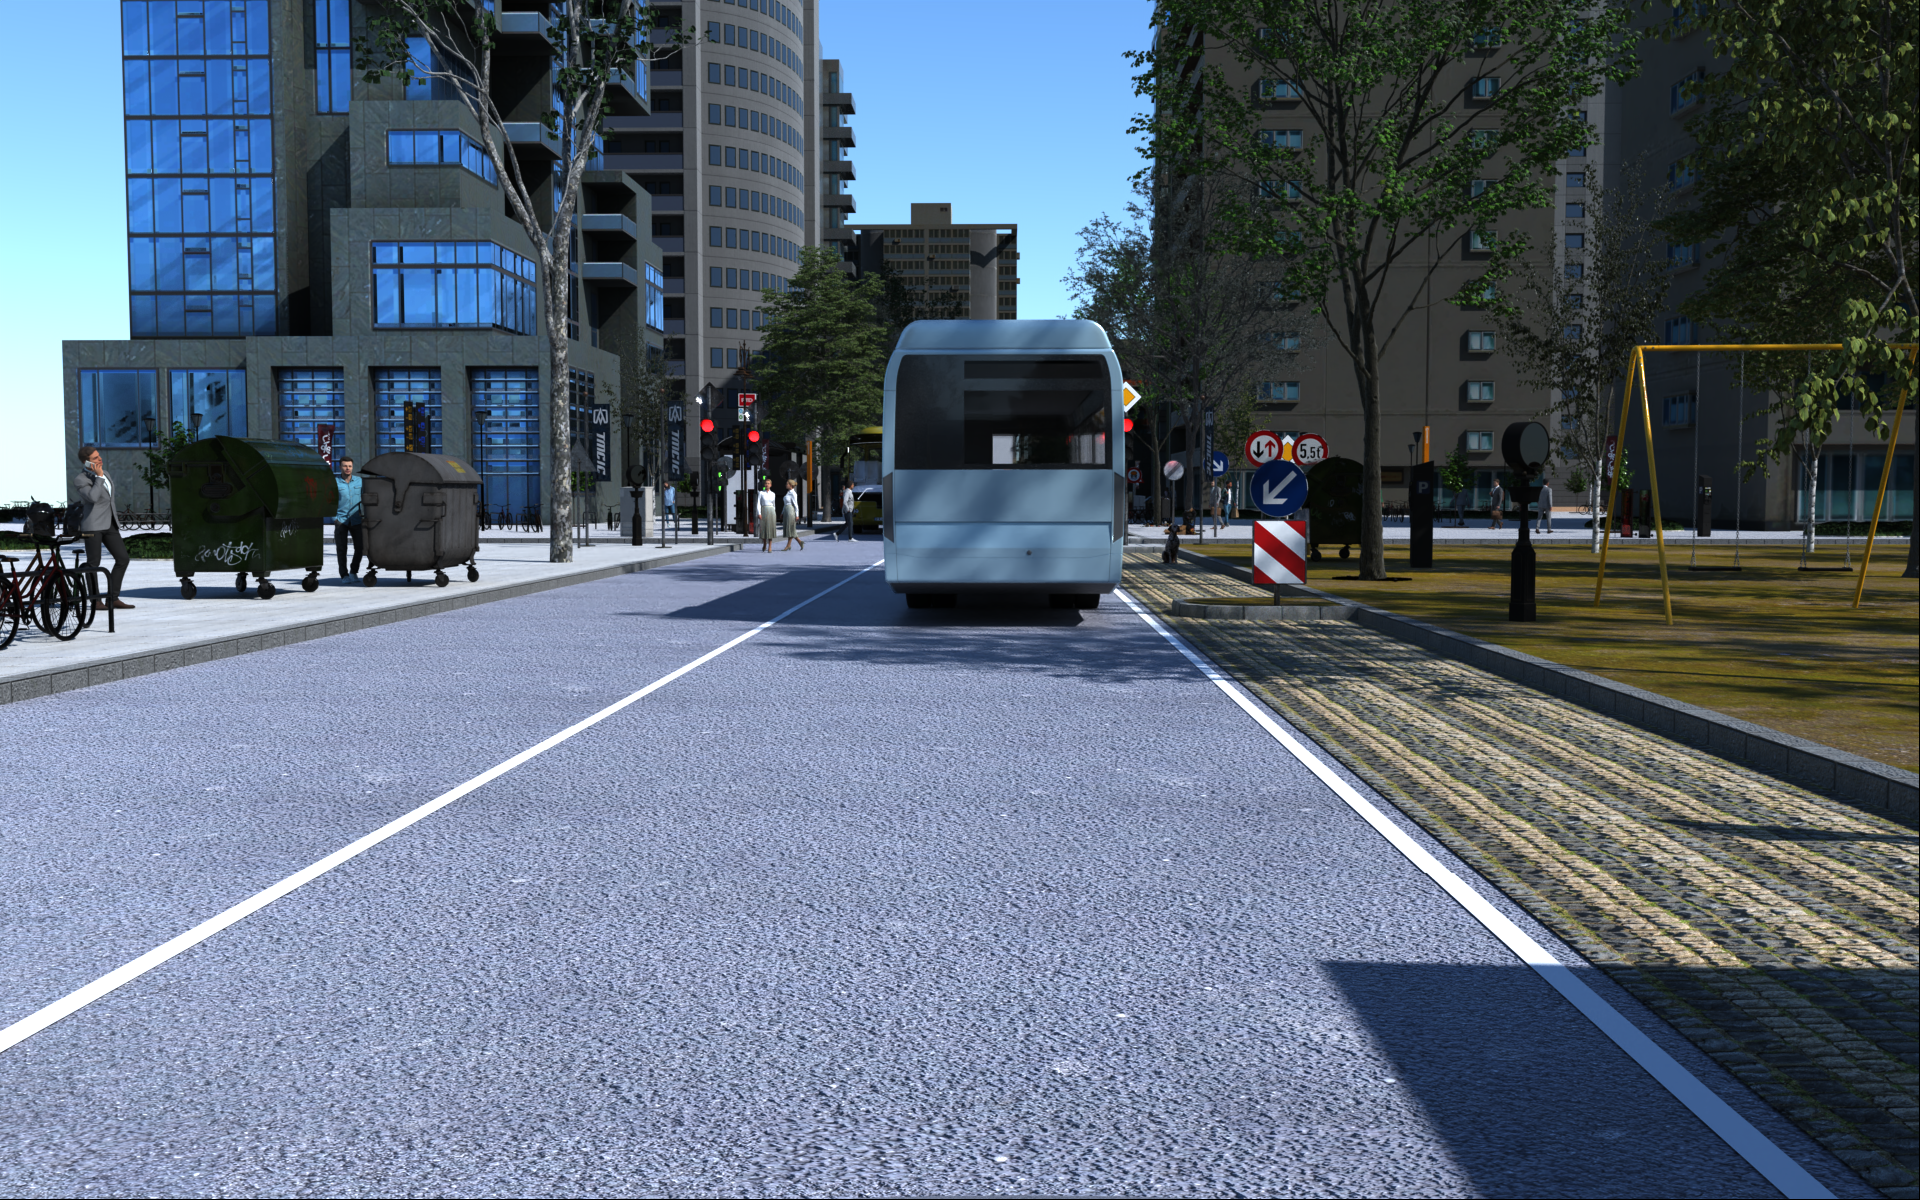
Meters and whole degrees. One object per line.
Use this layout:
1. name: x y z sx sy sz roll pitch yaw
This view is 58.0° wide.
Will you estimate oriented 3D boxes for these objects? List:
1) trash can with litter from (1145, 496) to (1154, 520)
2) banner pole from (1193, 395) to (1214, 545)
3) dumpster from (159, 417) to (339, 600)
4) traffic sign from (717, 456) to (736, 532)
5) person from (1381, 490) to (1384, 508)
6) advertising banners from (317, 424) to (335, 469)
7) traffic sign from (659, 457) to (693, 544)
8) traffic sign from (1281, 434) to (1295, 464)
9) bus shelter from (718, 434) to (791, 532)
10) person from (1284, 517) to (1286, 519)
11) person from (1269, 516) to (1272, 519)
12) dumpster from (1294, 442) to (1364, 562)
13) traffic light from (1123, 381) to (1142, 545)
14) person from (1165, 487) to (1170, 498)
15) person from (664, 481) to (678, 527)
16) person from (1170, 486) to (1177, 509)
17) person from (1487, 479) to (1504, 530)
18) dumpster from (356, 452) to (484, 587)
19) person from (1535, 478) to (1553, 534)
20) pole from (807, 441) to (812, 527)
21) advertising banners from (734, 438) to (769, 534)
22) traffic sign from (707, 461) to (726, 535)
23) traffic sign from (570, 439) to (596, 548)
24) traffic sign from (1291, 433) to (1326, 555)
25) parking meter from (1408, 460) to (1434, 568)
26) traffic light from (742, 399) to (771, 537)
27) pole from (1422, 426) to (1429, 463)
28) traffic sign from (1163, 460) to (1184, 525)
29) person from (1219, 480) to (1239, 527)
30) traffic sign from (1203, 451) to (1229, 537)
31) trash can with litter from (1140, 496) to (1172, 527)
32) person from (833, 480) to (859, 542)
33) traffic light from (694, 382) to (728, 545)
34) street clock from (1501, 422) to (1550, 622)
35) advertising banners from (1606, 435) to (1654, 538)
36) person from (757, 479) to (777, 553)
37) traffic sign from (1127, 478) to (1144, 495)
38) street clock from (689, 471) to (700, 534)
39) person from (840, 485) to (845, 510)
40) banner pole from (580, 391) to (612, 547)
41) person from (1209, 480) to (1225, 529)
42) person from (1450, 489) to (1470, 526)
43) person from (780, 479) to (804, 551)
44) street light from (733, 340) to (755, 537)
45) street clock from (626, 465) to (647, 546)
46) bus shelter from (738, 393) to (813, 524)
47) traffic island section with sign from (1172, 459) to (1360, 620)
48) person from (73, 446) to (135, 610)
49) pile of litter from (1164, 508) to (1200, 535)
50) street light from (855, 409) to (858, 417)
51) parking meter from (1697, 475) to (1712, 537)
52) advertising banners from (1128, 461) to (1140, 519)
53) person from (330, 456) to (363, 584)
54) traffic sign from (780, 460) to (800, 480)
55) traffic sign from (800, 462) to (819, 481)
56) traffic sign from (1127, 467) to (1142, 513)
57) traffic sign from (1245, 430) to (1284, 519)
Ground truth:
1. trash can with litter: 8.922 -4.469 84.455 1.055 1.170 0.624 -1 4 -9
2. banner pole: 6.201 -3.282 43.677 0.401 3.779 0.863 -1 4 -19
3. dumpster: -8.911 -1.179 21.771 1.502 2.255 1.985 0 4 2
4. traffic sign: -7.889 -3.559 58.290 0.768 2.556 0.104 0 4 8
5. person: 16.107 -3.720 67.114 0.600 1.795 0.529 0 4 7
6. advertising banners: -16.297 -2.854 42.849 0.090 3.025 2.074 2 4 33
7. traffic sign: -7.286 -2.716 44.416 0.884 2.594 0.081 1 4 9
8. traffic sign: 7.238 -2.352 38.193 0.795 2.593 0.064 1 4 9
9. bus shelter: -7.336 -4.133 61.490 2.014 3.302 5.546 0 4 2
10. person: 12.858 -3.829 69.401 0.760 1.731 0.466 -1 4 -16
11. person: 13.804 -4.261 76.385 0.598 1.740 0.731 1 4 13
12. dumpster: 7.156 -1.892 33.427 1.502 2.255 1.985 0 4 2
13. traffic light: 4.103 -3.317 43.152 0.839 4.253 0.868 0 4 2
14. person: 13.846 -6.706 116.278 0.643 1.750 0.593 -1 4 -10
15. person: -11.210 -3.709 66.955 0.793 1.790 0.793 -2 4 -33
16. person: 12.420 -5.773 100.613 0.728 1.800 0.709 -2 4 -28
17. person: 19.431 -3.465 62.654 0.822 1.834 0.622 -1 4 -23
18. dumpster: -7.619 -1.145 24.486 1.264 1.857 1.865 0 4 2
19. person: 18.949 -3.050 56.185 0.850 1.792 0.678 -3 5 -44
20. pole: -5.785 -4.448 66.569 0.158 3.312 0.155 0 3 0
21. advertising banners: -6.637 -3.610 55.212 0.090 3.025 2.074 -3 4 -39
22. traffic sign: -7.638 -3.195 54.373 0.606 2.300 0.079 0 4 7
23. traffic sign: -9.008 -2.499 40.868 0.884 2.594 0.081 0 4 8
24. traffic sign: 7.326 -2.214 36.307 0.768 2.556 0.104 1 4 10
25. parking meter: 8.033 -1.497 30.195 0.399 1.863 0.255 0 4 7
26. traffic light: -6.045 -3.821 51.390 0.839 4.253 0.868 0 4 2
27. pole: 13.999 -3.564 52.118 0.158 3.312 0.155 0 3 0
28. traffic sign: 8.027 -3.978 65.139 0.768 2.556 0.104 1 4 8
29. person: 10.517 -3.776 67.763 0.794 1.824 0.713 -1 4 -22
30. traffic sign: 7.579 -3.134 51.339 0.768 2.556 0.104 1 4 11
31. trash can with litter: 7.761 -3.496 68.223 2.233 1.210 1.678 -3 5 -43
32. person: -3.427 -2.661 51.856 0.795 1.843 0.661 0 4 4
33. traffic light: -6.255 -3.333 43.408 0.839 4.253 0.868 0 4 2
34. street clock: 5.674 -0.786 17.415 0.471 2.002 0.358 -2 4 -33
35. advertising banners: 19.764 -3.365 51.213 0.090 3.025 2.074 -1 4 -19
36. person: -4.754 -2.069 42.557 0.478 1.798 0.641 -1 4 -9
37. traffic sign: 8.404 -5.088 83.196 0.884 2.594 0.081 0 4 4
38. street clock: -8.441 -3.091 55.108 0.358 2.002 0.471 0 4 -1
39. person: -7.301 -6.356 109.762 0.447 1.846 0.655 3 5 43
40. banner pole: -8.908 -3.197 42.293 0.863 3.779 0.401 1 4 10
41. person: 9.297 -3.489 63.215 0.853 1.813 0.709 -3 5 -39
42. person: 20.360 -3.920 70.411 0.678 1.792 0.850 -1 4 -9
43. person: -4.208 -2.132 43.585 0.641 1.798 0.478 -1 4 -16
44. street light: -6.465 -4.851 52.099 0.468 5.910 1.993 0 4 2
45. street clock: -8.025 -2.350 43.000 0.471 2.002 0.358 -3 5 -43
46. bus shelter: -7.650 -5.735 71.405 2.179 5.291 8.768 0 4 2
47. traffic island section with sign: 3.551 -0.728 20.529 1.989 1.847 2.006 0 4 2
48. person: -9.483 -0.792 19.171 0.473 1.802 0.592 2 4 27
49. pile of litter: 7.028 -2.499 54.824 1.176 0.858 1.719 0 4 7
50. street light: -5.449 -7.276 91.754 0.468 5.910 1.993 0 4 2
51. parking meter: 22.387 -2.835 52.058 0.255 1.863 0.399 0 4 -5
52. advertising banners: 8.838 -5.738 89.999 0.090 3.025 2.074 3 4 36
53. person: -8.837 -1.161 25.051 0.660 1.820 0.620 -3 4 -38
54. traffic sign: -6.423 -3.986 65.271 0.768 2.556 0.104 0 4 4
55. traffic sign: -5.906 -4.134 67.695 0.768 2.556 0.104 0 4 7
56. traffic sign: 8.193 -4.991 81.703 0.768 2.556 0.104 0 4 4
57. traffic sign: 6.021 -2.094 34.351 0.768 2.556 0.104 0 4 6
